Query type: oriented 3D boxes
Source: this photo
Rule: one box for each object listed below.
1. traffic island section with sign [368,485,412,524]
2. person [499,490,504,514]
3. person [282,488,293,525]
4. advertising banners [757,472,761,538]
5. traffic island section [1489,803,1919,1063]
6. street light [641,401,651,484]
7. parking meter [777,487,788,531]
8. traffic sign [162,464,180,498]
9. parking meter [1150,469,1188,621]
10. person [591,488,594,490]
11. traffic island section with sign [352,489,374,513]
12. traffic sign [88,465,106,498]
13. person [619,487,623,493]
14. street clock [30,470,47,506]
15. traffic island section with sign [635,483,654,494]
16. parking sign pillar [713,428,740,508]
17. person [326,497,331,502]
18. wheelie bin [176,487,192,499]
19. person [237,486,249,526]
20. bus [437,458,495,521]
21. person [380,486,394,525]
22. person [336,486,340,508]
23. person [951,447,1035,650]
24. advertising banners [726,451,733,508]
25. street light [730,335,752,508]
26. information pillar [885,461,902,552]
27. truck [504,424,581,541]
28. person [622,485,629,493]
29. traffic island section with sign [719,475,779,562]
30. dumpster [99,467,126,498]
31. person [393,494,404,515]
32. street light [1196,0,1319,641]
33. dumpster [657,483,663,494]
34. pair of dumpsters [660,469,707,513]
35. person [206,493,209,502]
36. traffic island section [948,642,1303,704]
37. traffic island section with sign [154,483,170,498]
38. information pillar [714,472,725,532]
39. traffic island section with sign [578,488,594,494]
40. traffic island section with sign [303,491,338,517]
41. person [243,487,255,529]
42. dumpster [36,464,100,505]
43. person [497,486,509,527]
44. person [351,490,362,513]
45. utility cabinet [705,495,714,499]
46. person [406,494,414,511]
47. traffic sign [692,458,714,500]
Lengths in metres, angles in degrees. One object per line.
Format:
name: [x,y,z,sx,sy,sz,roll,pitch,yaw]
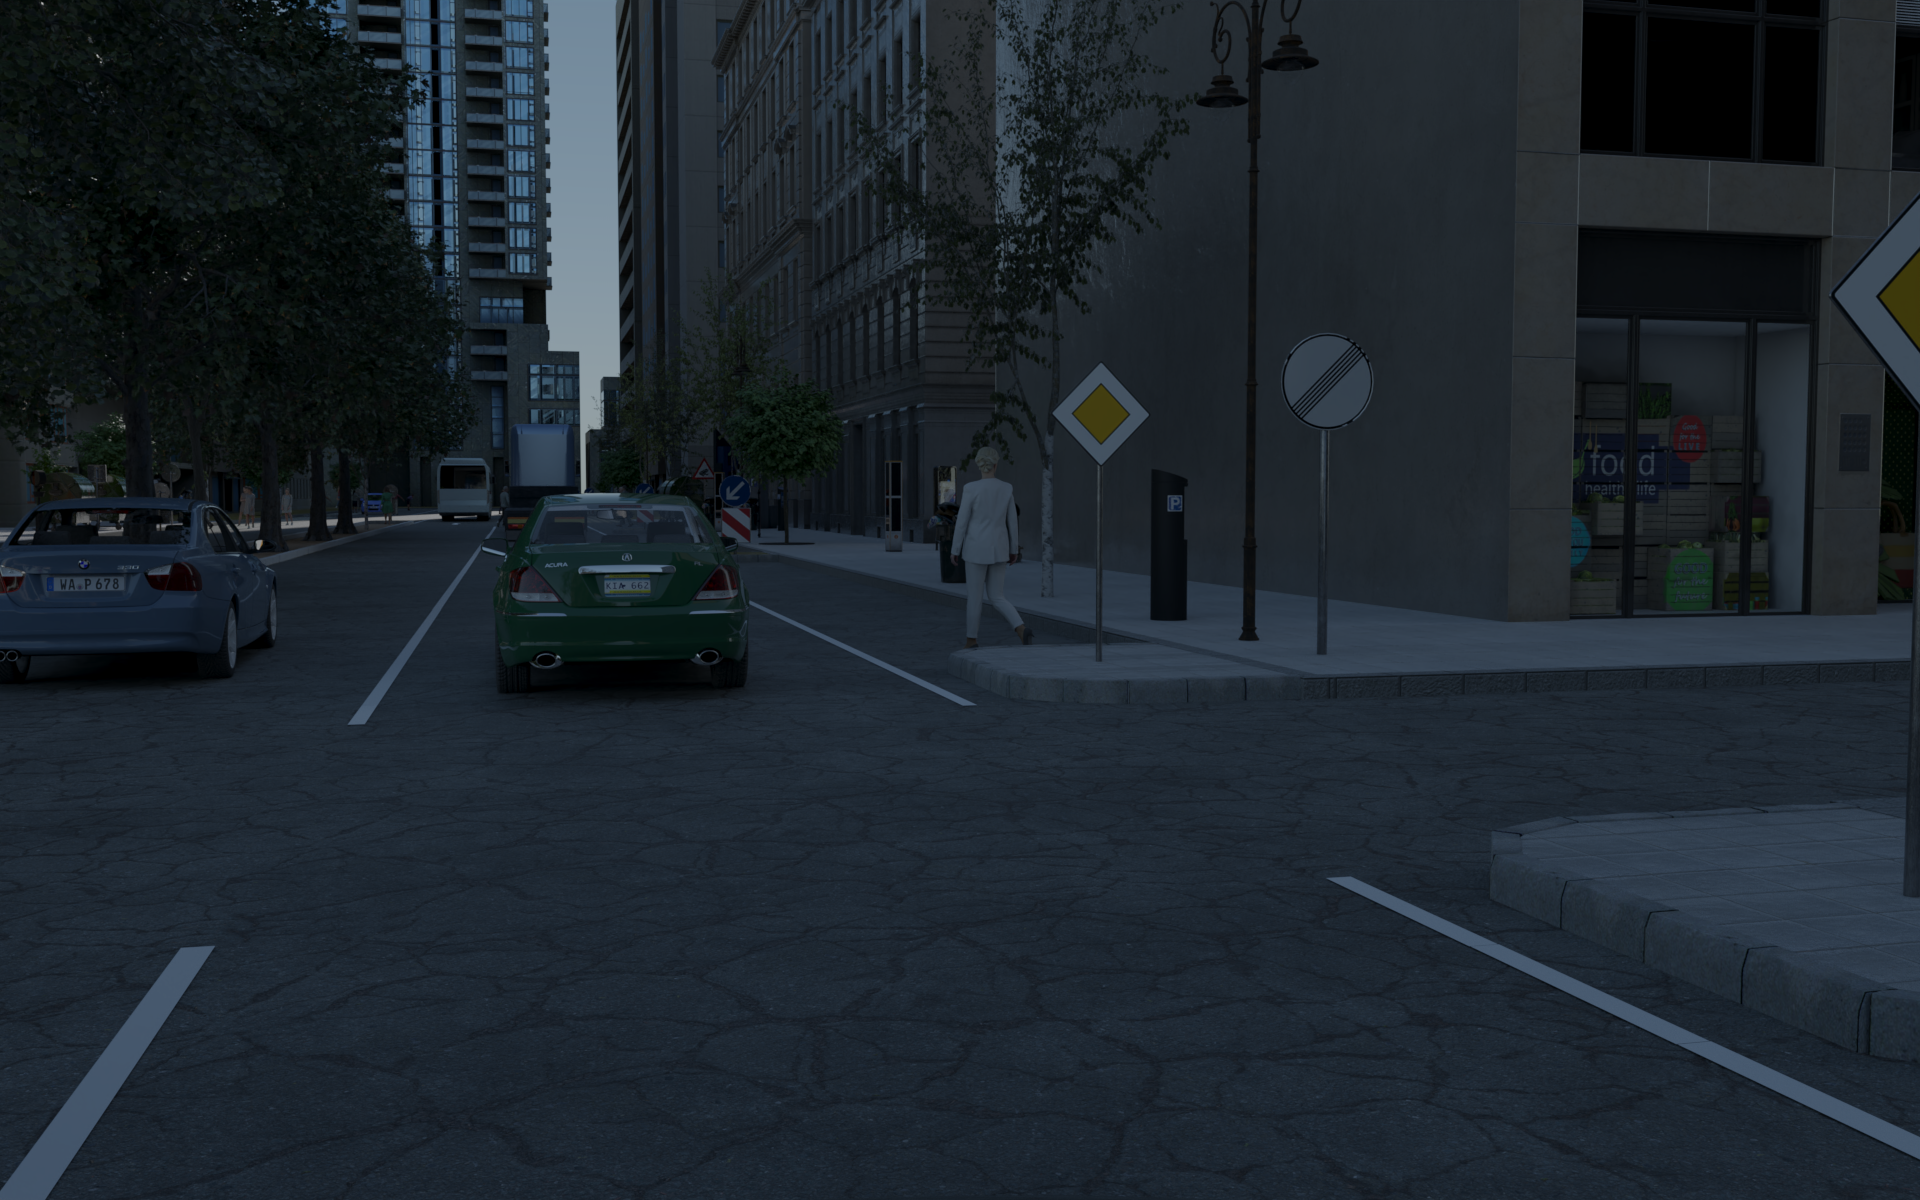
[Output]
traffic island section with sign: [-27.400,-4.593,83.233,2.006,1.907,1.989,-1,4,-14]
person: [-32.525,-6.950,123.048,0.530,1.710,0.541,-1,4,-12]
person: [-30.929,-4.291,79.663,0.512,1.701,0.522,-1,4,-9]
advertising banners: [-5.982,-3.391,51.631,0.090,3.025,2.074,0,4,-5]
traffic island section: [3.056,1.024,5.547,2.009,0.180,2.903,-1,4,-14]
street light: [-15.552,-6.932,86.127,0.468,5.910,1.993,-1,4,-14]
parking meter: [-6.169,-3.176,60.336,0.372,1.533,0.369,0,3,0]
traffic sign: [-33.232,-4.455,72.951,0.768,2.556,0.104,-1,4,-8]
parking meter: [2.128,-0.564,17.630,0.372,1.533,0.369,0,3,0]
person: [-24.775,-6.606,116.516,0.705,1.824,1.348,0,4,-8]
traffic island section with sign: [-46.473,-7.670,134.026,1.989,1.847,2.006,-1,4,-14]
traffic sign: [-30.219,-3.581,60.673,0.606,2.300,0.079,0,4,-7]
person: [-15.849,-4.413,81.130,0.782,1.767,0.515,2,4,30]
street clock: [-28.074,-2.950,52.800,0.471,2.002,0.358,2,4,28]
traffic island section with sign: [-11.674,-3.343,63.280,1.989,1.847,2.006,-1,4,-14]
parking sign pillar: [-9.561,-5.051,71.055,1.447,3.967,1.447,2,4,28]
person: [-40.618,-6.209,110.022,1.348,1.824,0.705,-3,5,-42]
wheelie bin: [-34.733,-4.260,77.564,0.693,1.594,0.980,-2,4,-26]
person: [-31.878,-4.177,77.134,0.599,1.781,0.374,0,4,-2]
bus: [-27.056,-6.124,94.984,2.948,3.499,13.247,-1,4,-14]
person: [-26.678,-4.397,80.636,0.600,1.795,0.529,-2,4,-28]
person: [-27.516,-4.203,77.198,0.573,1.828,0.580,1,4,14]
person: [0.279,-0.409,15.071,0.818,1.842,0.514,3,5,41]
advertising banners: [-8.813,-4.296,66.421,0.090,3.025,2.074,0,4,-1]
street light: [-6.383,-4.760,50.607,0.468,5.910,1.993,-1,4,-14]
information pillar: [-1.470,-2.075,38.415,0.304,2.012,0.304,-2,4,-23]
truck: [-14.704,-4.369,61.199,2.967,4.110,18.799,-1,4,-14]
person: [-14.687,-4.110,75.802,0.767,1.812,0.694,1,4,21]
traffic island section with sign: [-5.017,-1.745,37.157,1.989,1.847,2.006,-1,4,-14]
dumpster: [-30.567,-3.645,62.091,1.502,2.255,1.985,-1,4,-14]
person: [-39.200,-6.789,120.223,1.217,1.743,0.721,-1,4,-13]
street light: [2.536,-2.583,15.024,0.468,5.910,1.993,-1,4,-14]
dumpster: [-11.948,-4.070,72.305,1.264,1.857,1.865,-1,4,-14]
pair of dumpsters: [-10.996,-4.065,68.951,1.574,2.255,4.437,-1,4,-14]
person: [-30.888,-3.792,70.594,0.850,1.850,0.679,-1,4,-20]
traffic island section: [1.082,0.550,13.285,2.009,0.180,2.903,-1,4,-14]
traffic island section with sign: [-27.405,-3.096,59.254,1.989,1.847,2.006,-1,4,-14]
information pillar: [-8.146,-3.319,58.753,0.304,2.012,0.304,0,4,6]
traffic island section with sign: [-24.132,-6.328,112.083,1.989,1.847,2.006,-1,4,-14]
traffic island section with sign: [-39.804,-6.072,107.905,1.989,1.847,2.006,-1,4,-14]
person: [-29.405,-3.819,71.699,0.466,1.731,0.760,-1,4,-17]
dumpster: [-29.216,-3.301,56.459,1.502,2.255,1.985,-1,4,-14]
person: [-19.711,-4.043,75.087,0.782,1.767,0.515,3,5,42]
person: [-45.368,-7.377,129.896,1.217,1.735,0.721,1,4,9]
utility cabinet: [-11.912,-4.335,82.032,0.306,1.237,1.020,2,4,33]
person: [-47.729,-8.476,150.308,0.697,1.427,0.421,-2,4,-33]
traffic sign: [-9.117,-3.780,61.811,0.884,2.594,0.081,-1,4,-12]
